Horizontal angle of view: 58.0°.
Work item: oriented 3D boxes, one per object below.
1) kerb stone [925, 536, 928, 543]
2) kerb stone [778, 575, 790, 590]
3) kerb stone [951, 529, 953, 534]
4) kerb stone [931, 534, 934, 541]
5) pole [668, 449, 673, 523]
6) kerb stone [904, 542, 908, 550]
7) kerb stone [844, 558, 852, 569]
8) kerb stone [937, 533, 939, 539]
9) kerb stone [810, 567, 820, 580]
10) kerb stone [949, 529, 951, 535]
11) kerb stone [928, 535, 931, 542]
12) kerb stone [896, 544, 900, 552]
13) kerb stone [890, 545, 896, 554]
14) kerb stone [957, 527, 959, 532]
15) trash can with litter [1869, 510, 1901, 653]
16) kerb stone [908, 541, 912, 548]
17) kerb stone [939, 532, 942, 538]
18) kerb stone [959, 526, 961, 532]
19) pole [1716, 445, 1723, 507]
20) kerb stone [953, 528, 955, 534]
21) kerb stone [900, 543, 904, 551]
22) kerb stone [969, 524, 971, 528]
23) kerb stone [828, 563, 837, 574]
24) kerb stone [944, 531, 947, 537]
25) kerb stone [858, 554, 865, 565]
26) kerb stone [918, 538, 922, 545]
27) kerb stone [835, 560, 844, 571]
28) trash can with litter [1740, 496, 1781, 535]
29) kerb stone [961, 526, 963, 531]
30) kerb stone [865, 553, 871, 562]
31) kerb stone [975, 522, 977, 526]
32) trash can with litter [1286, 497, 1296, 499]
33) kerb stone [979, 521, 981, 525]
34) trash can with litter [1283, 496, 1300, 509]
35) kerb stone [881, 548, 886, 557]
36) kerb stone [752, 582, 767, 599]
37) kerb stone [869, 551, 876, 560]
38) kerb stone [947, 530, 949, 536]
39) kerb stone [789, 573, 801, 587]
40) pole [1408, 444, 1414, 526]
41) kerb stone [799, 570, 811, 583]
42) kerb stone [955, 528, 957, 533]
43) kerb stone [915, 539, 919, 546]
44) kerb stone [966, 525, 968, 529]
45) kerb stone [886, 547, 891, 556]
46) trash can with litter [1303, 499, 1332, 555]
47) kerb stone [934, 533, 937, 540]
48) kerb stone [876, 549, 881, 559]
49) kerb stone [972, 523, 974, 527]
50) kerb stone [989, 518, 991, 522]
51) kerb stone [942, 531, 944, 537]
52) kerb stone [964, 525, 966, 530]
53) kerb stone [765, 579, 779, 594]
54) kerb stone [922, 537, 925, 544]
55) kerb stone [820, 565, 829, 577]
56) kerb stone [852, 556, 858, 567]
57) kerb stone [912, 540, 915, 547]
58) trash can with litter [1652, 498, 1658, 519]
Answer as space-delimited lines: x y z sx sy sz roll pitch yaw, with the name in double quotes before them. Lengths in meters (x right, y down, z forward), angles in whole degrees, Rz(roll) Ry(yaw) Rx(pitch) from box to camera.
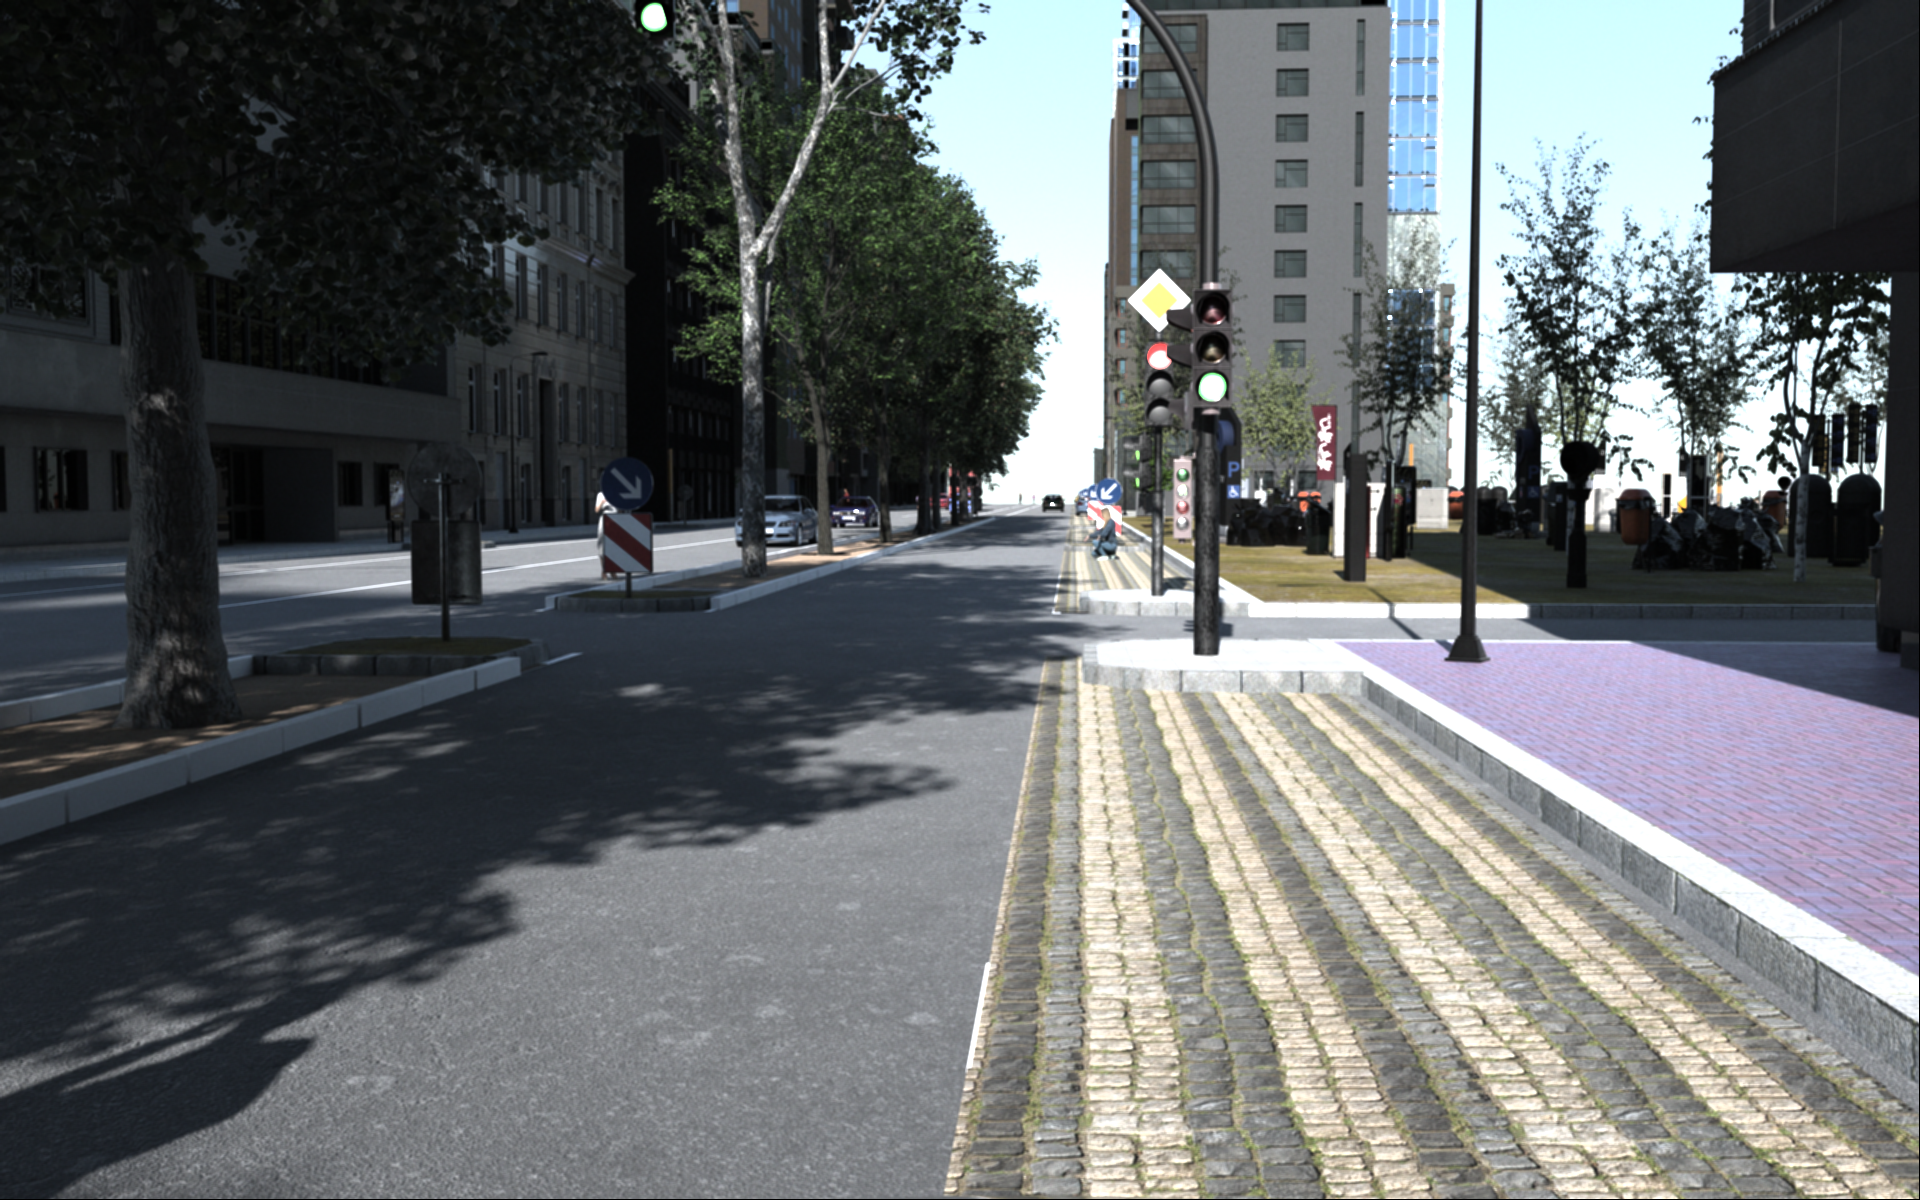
"kerb stone" -1.102 -1.733 50.538 0.120 0.150 1.000 0 4 4
"kerb stone" -2.726 -0.233 26.005 0.120 0.150 1.000 0 4 4
"kerb stone" -0.428 -2.356 60.762 0.120 0.150 1.000 0 4 4
"kerb stone" -0.968 -1.858 52.578 0.120 0.150 1.000 0 4 4
"pole" -13.042 -5.145 77.956 0.158 3.312 0.155 0 3 0
"kerb stone" -1.510 -1.359 44.407 0.120 0.150 1.000 0 4 4
"kerb stone" -2.245 -0.671 33.169 0.120 0.150 1.000 0 4 4
"kerb stone" -0.832 -1.980 54.625 0.120 0.150 1.000 0 4 4
"kerb stone" -2.525 -0.419 29.078 0.120 0.150 1.000 0 4 4
"kerb stone" -0.497 -2.296 59.740 0.120 0.150 1.000 0 4 4
"kerb stone" -1.039 -1.796 51.558 0.120 0.150 1.000 0 4 4
"kerb stone" -1.644 -1.234 42.363 0.120 0.150 1.000 0 4 4
"kerb stone" -1.707 -1.171 41.343 0.120 0.150 1.000 0 4 4
"kerb stone" -0.221 -2.546 63.821 0.120 0.150 1.000 0 4 4
"trash can with litter" 7.830 -0.151 13.863 0.624 1.170 1.055 -1 4 -17
"kerb stone" -1.436 -1.417 45.434 0.120 0.150 1.000 0 4 4
"kerb stone" -0.753 -2.046 55.644 0.120 0.150 1.000 0 4 4
"kerb stone" -0.156 -2.608 64.844 0.120 0.150 1.000 0 4 4
"pole" 31.483 -4.770 71.839 0.158 3.312 0.155 0 3 0
"kerb stone" -0.351 -2.421 61.781 0.120 0.150 1.000 0 4 4
"kerb stone" -1.579 -1.296 43.387 0.120 0.150 1.000 0 4 4
"kerb stone" 0.249 -2.985 71.003 0.120 0.150 1.000 0 4 4
"kerb stone" -2.385 -0.543 31.118 0.120 0.150 1.000 0 4 4
"kerb stone" -0.622 -2.171 57.692 0.120 0.150 1.000 0 4 4
"kerb stone" -2.114 -0.793 35.219 0.120 0.150 1.000 0 4 4
"kerb stone" -1.232 -1.609 48.499 0.120 0.150 1.000 0 4 4
"kerb stone" -2.324 -0.606 32.149 0.120 0.150 1.000 0 4 4
"trash can with litter" 24.709 -2.674 54.784 1.678 1.210 2.233 -1 4 -14
"kerb stone" -0.086 -2.671 65.867 0.120 0.150 1.000 0 4 4
"kerb stone" -2.043 -0.859 36.238 0.120 0.150 1.000 0 4 4
"kerb stone" 0.522 -3.235 75.085 0.120 0.150 1.000 0 4 4
"trash can with litter" 15.080 -4.130 78.919 0.624 1.170 1.055 1 4 21
"kerb stone" 0.726 -3.422 78.152 0.120 0.150 1.000 0 4 4
"trash can with litter" 9.695 -2.539 52.564 2.233 1.210 1.678 2 4 25
"kerb stone" -1.851 -1.046 39.301 0.120 0.150 1.000 0 4 4
"kerb stone" -2.857 -0.108 23.958 0.120 0.150 1.000 0 4 4
"kerb stone" -1.980 -0.921 37.258 0.120 0.150 1.000 0 4 4
"kerb stone" -0.553 -2.222 58.720 0.120 0.150 1.000 0 4 4
"kerb stone" -2.660 -0.296 27.030 0.120 0.150 1.000 0 4 4
"pole" 18.293 -4.673 70.246 0.158 3.312 0.155 0 3 0
"kerb stone" -2.588 -0.358 28.050 0.120 0.150 1.000 0 4 4
"kerb stone" -0.285 -2.483 62.801 0.120 0.150 1.000 0 4 4
"kerb stone" -1.304 -1.541 47.479 0.120 0.150 1.000 0 4 4
"kerb stone" 0.109 -2.859 68.943 0.120 0.150 1.000 0 4 4
"kerb stone" -1.778 -1.107 40.320 0.120 0.150 1.000 0 4 4
"trash can with litter" 7.783 -1.537 36.514 1.055 1.170 0.624 0 4 3
"kerb stone" -0.899 -1.921 53.597 0.120 0.150 1.000 0 4 4
"kerb stone" -1.913 -0.984 38.281 0.120 0.150 1.000 0 4 4
"kerb stone" 0.388 -3.107 73.046 0.120 0.150 1.000 0 4 4
"kerb stone" 1.332 -3.985 87.355 0.120 0.150 1.000 0 4 4
"kerb stone" -0.699 -2.107 56.666 0.120 0.150 1.000 0 4 4
"kerb stone" 0.049 -2.796 67.918 0.120 0.150 1.000 0 4 4
"kerb stone" -2.794 -0.171 24.985 0.120 0.150 1.000 0 4 4
"kerb stone" -1.170 -1.671 49.519 0.120 0.150 1.000 0 4 4
"kerb stone" -2.452 -0.483 30.098 0.120 0.150 1.000 0 4 4
"kerb stone" -2.182 -0.734 34.199 0.120 0.150 1.000 0 4 4
"kerb stone" -1.378 -1.479 46.460 0.120 0.150 1.000 0 4 4
"trash can with litter" 35.549 -4.752 89.090 1.055 1.170 0.624 -3 4 -39
